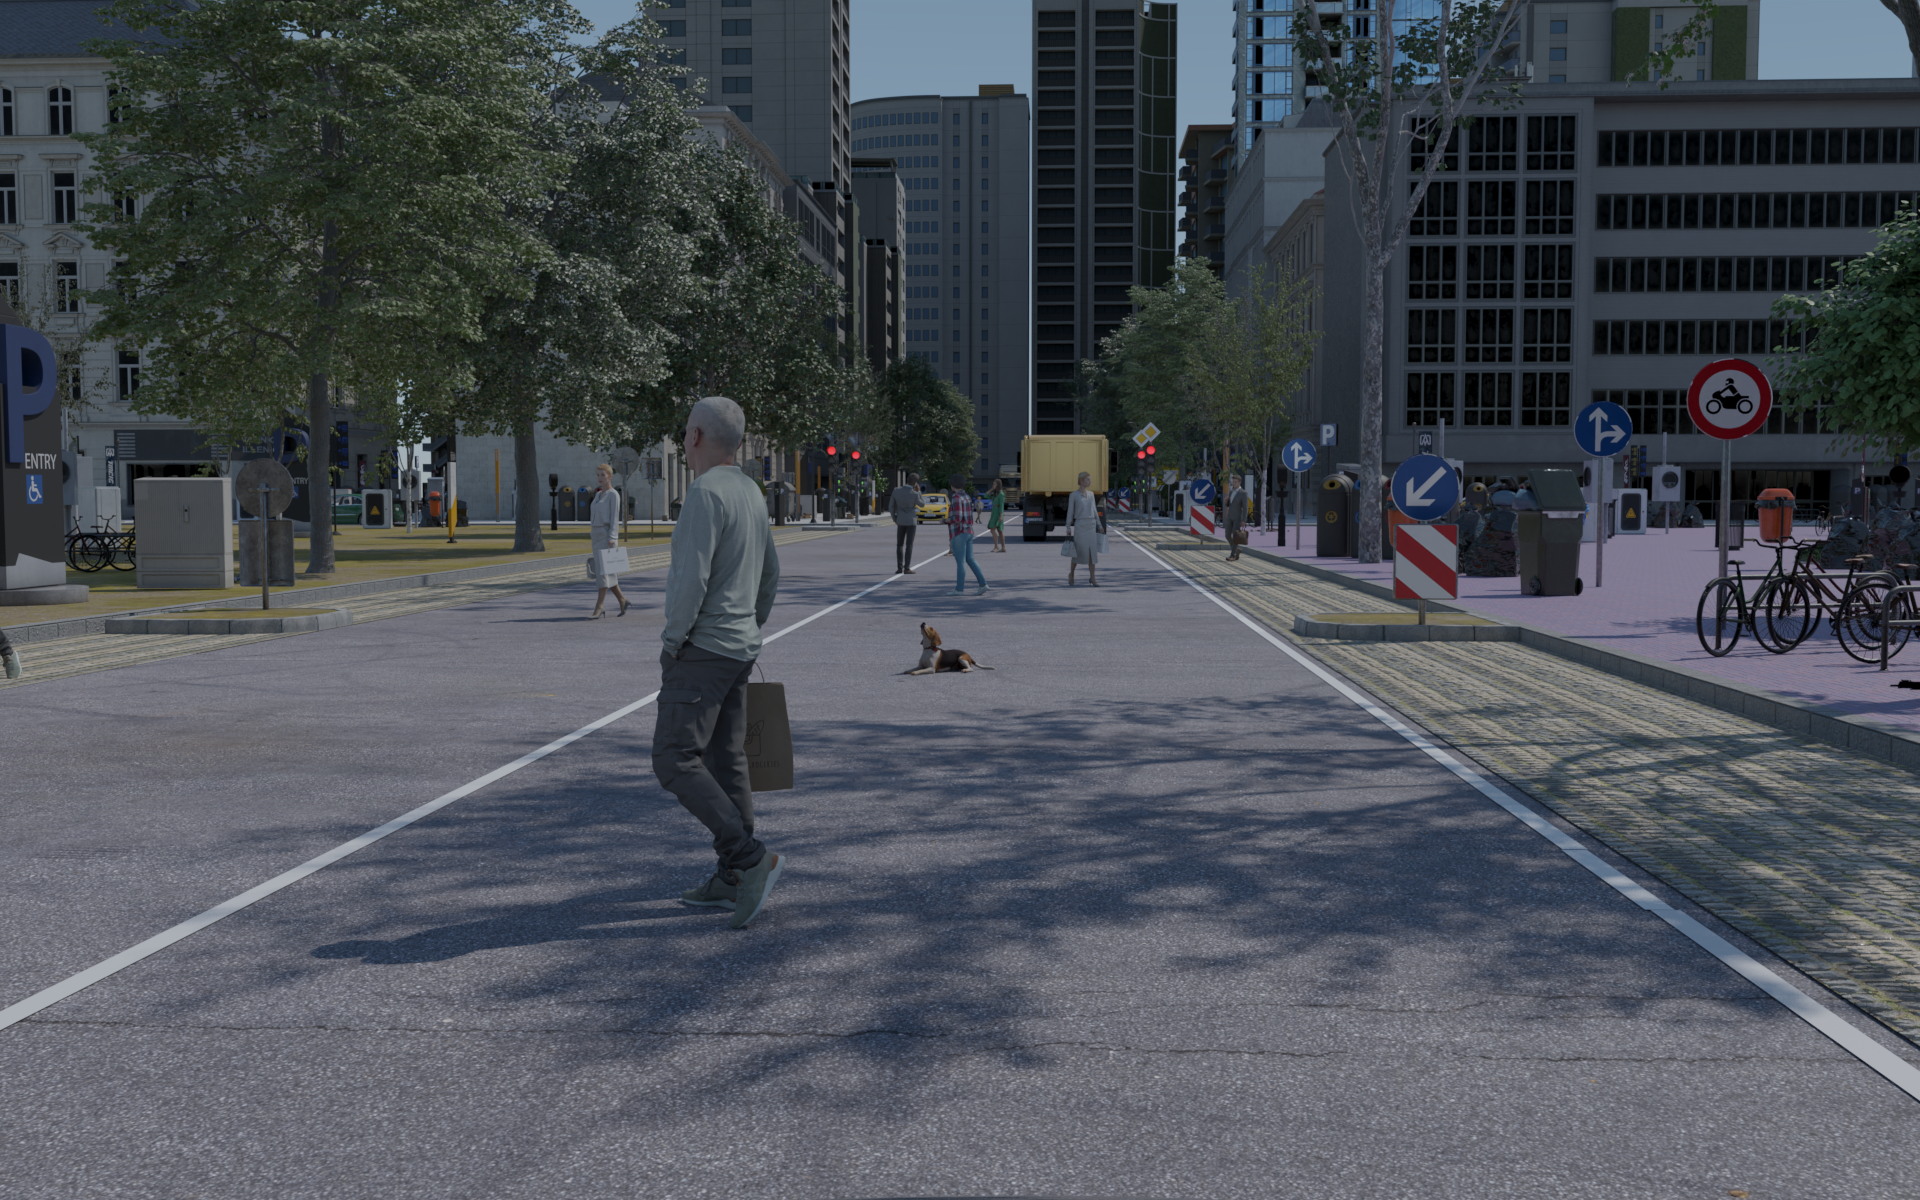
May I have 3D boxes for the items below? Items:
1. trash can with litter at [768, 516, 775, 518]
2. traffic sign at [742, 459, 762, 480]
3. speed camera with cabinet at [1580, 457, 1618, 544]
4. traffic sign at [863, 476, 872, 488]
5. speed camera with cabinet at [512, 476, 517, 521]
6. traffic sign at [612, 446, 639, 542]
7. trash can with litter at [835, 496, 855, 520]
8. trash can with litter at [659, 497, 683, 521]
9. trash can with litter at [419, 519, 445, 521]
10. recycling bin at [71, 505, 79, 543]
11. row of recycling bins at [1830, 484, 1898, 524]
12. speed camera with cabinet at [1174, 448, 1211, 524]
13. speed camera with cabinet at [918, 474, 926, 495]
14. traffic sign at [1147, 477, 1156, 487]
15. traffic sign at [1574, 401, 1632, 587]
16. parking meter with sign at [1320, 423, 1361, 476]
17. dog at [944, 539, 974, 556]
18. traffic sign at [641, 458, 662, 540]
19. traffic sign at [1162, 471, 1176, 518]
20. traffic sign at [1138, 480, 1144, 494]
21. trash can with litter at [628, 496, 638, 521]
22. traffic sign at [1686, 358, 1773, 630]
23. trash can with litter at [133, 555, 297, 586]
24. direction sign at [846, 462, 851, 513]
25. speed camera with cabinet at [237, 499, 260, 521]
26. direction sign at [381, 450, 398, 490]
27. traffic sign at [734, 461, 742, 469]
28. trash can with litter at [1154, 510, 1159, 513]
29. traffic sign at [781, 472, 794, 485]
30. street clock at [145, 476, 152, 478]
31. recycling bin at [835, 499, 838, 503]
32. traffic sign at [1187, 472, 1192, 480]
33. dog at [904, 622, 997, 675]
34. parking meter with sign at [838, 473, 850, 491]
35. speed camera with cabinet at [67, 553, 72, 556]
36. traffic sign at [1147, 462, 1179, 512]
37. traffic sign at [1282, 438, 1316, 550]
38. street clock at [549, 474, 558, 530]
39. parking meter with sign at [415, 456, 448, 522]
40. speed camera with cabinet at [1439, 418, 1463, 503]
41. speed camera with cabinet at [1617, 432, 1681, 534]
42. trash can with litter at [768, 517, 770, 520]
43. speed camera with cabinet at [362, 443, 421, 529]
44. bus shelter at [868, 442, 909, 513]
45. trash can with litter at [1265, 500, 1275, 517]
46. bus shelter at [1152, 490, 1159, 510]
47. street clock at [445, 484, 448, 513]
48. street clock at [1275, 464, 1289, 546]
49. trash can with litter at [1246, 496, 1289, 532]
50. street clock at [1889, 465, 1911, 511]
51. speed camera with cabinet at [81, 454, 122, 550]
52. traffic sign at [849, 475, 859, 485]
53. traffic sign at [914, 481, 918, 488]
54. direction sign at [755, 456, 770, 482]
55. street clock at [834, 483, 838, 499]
[{"bbox_3d":[-10.631,-4.894,91.072,2.233,1.210,1.678,-2,4,-32],"label":"trash can with litter"},{"bbox_3d":[-7.522,-3.825,62.648,0.768,2.556,0.104,1,4,12],"label":"traffic sign"},{"bbox_3d":[16.555,-3.136,45.604,0.660,3.252,2.038,0,4,1],"label":"speed camera with cabinet"},{"bbox_3d":[-5.756,-6.562,108.480,0.795,2.450,0.064,0,4,8],"label":"traffic sign"},{"bbox_3d":[-21.126,-5.430,83.111,0.660,3.252,2.038,-1,4,-19],"label":"speed camera with cabinet"},{"bbox_3d":[-8.960,-2.829,46.355,0.768,2.556,0.104,1,4,9],"label":"traffic sign"},{"bbox_3d":[-5.785,-4.664,87.645,1.055,1.170,0.624,2,4,24],"label":"trash can with litter"},{"bbox_3d":[-13.616,-4.293,81.574,1.055,1.170,0.624,-1,4,-16],"label":"trash can with litter"},{"bbox_3d":[-24.982,-4.381,82.680,2.233,1.210,1.678,3,5,39],"label":"trash can with litter"},{"bbox_3d":[-23.342,-2.030,45.742,0.722,1.027,0.722,1,4,20],"label":"recycling bin"},{"bbox_3d":[38.877,-4.107,74.262,3.534,1.692,1.069,-1,4,-21],"label":"row of recycling bins"},{"bbox_3d":[10.094,-4.950,75.267,0.660,3.252,2.038,-2,4,-26],"label":"speed camera with cabinet"},{"bbox_3d":[-3.931,-9.593,151.177,2.038,3.252,0.660,-3,4,-36],"label":"speed camera with cabinet"},{"bbox_3d":[11.318,-6.142,102.559,0.606,2.300,0.079,0,4,4],"label":"traffic sign"},{"bbox_3d":[8.822,-1.452,23.843,0.768,2.556,0.104,1,4,10],"label":"traffic sign"},{"bbox_3d":[9.840,-2.885,43.425,1.738,3.016,0.543,-2,4,-33],"label":"parking meter with sign"},{"bbox_3d":[-0.011,-1.231,40.325,0.748,0.427,0.550,0,4,0],"label":"dog"},{"bbox_3d":[-8.641,-2.842,48.589,0.606,2.300,0.079,0,4,7],"label":"traffic sign"},{"bbox_3d":[11.359,-5.747,94.069,0.768,2.556,0.104,1,4,9],"label":"traffic sign"},{"bbox_3d":[13.749,-7.988,130.606,0.884,2.594,0.081,1,4,9],"label":"traffic sign"},{"bbox_3d":[-15.809,-4.388,83.136,0.624,1.170,1.055,0,4,-8],"label":"trash can with litter"},{"bbox_3d":[7.218,-0.992,16.333,0.768,2.556,0.104,0,4,8],"label":"traffic sign"},{"bbox_3d":[-10.839,-0.866,25.222,2.233,1.210,1.678,-2,4,-27],"label":"trash can with litter"},{"bbox_3d":[-7.602,-7.712,118.095,0.379,3.537,0.876,1,4,10],"label":"direction sign"},{"bbox_3d":[-33.135,-5.362,81.997,2.038,3.252,0.660,-1,4,-14],"label":"speed camera with cabinet"},{"bbox_3d":[-29.461,-5.963,89.498,0.876,3.537,0.379,0,4,3],"label":"direction sign"},{"bbox_3d":[-8.715,-4.056,66.416,0.768,2.556,0.104,1,4,10],"label":"traffic sign"},{"bbox_3d":[14.318,-6.748,121.388,2.233,1.210,1.678,0,4,3],"label":"trash can with litter"},{"bbox_3d":[-8.108,-4.854,81.495,0.606,2.300,0.079,0,4,8],"label":"traffic sign"},{"bbox_3d":[-32.763,-4.000,69.973,0.358,2.002,0.471,-3,4,-36],"label":"street clock"},{"bbox_3d":[-6.613,-4.847,91.807,0.722,1.027,0.722,-3,4,-38],"label":"recycling bin"},{"bbox_3d":[13.472,-6.230,101.863,0.884,2.594,0.081,1,4,11],"label":"traffic sign"},{"bbox_3d":[-0.071,0.384,13.921,0.748,0.427,0.550,0,4,2],"label":"dog"},{"bbox_3d":[-9.304,-9.113,145.253,1.738,3.016,0.543,-2,4,-29],"label":"parking meter with sign"},{"bbox_3d":[-19.216,-2.512,35.413,2.038,3.252,0.660,-1,4,-19],"label":"speed camera with cabinet"},{"bbox_3d":[12.813,-7.007,108.440,2.265,3.308,0.079,1,4,9],"label":"traffic sign"},{"bbox_3d":[7.776,-2.426,39.774,0.768,2.556,0.104,1,4,8],"label":"traffic sign"},{"bbox_3d":[-14.334,-3.458,61.113,0.358,2.002,0.471,-2,4,-25],"label":"street clock"},{"bbox_3d":[-23.928,-5.065,79.070,1.738,3.016,0.543,0,4,-7],"label":"parking meter with sign"},{"bbox_3d":[12.200,-3.085,44.778,2.038,3.252,0.660,-3,5,-41],"label":"speed camera with cabinet"},{"bbox_3d":[21.852,-3.724,55.229,2.038,3.252,0.660,0,4,-3],"label":"speed camera with cabinet"},{"bbox_3d":[-9.701,-4.450,84.142,0.624,1.170,1.055,1,4,20],"label":"trash can with litter"},{"bbox_3d":[-21.009,-4.261,64.006,2.038,3.252,0.660,-1,4,-10],"label":"speed camera with cabinet"},{"bbox_3d":[-5.105,-8.821,121.847,2.179,5.291,8.768,0,4,4],"label":"bus shelter"},{"bbox_3d":[16.157,-4.886,91.272,0.624,1.170,1.055,-3,5,-45],"label":"trash can with litter"},{"bbox_3d":[15.210,-8.536,133.488,2.014,3.302,5.546,0,4,3],"label":"bus shelter"},{"bbox_3d":[-35.353,-7.024,119.404,0.471,2.002,0.358,-2,4,-24],"label":"street clock"},{"bbox_3d":[7.884,-2.314,42.407,0.358,2.002,0.471,0,4,7],"label":"street clock"},{"bbox_3d":[10.418,-2.946,59.227,1.678,1.210,2.233,1,4,23],"label":"trash can with litter"},{"bbox_3d":[23.583,-2.381,43.492,0.471,2.002,0.358,2,4,35],"label":"street clock"},{"bbox_3d":[-20.108,-2.790,39.950,2.038,3.252,0.660,3,5,40],"label":"speed camera with cabinet"},{"bbox_3d":[-6.877,-6.882,112.626,0.768,2.556,0.104,1,4,9],"label":"traffic sign"},{"bbox_3d":[-3.989,-9.163,149.928,0.768,2.556,0.104,0,4,6],"label":"traffic sign"},{"bbox_3d":[-11.761,-6.808,103.311,0.876,3.537,0.379,-1,4,-21],"label":"direction sign"},{"bbox_3d":[-7.568,-6.183,105.665,0.471,2.002,0.358,-1,4,-14],"label":"street clock"}]
